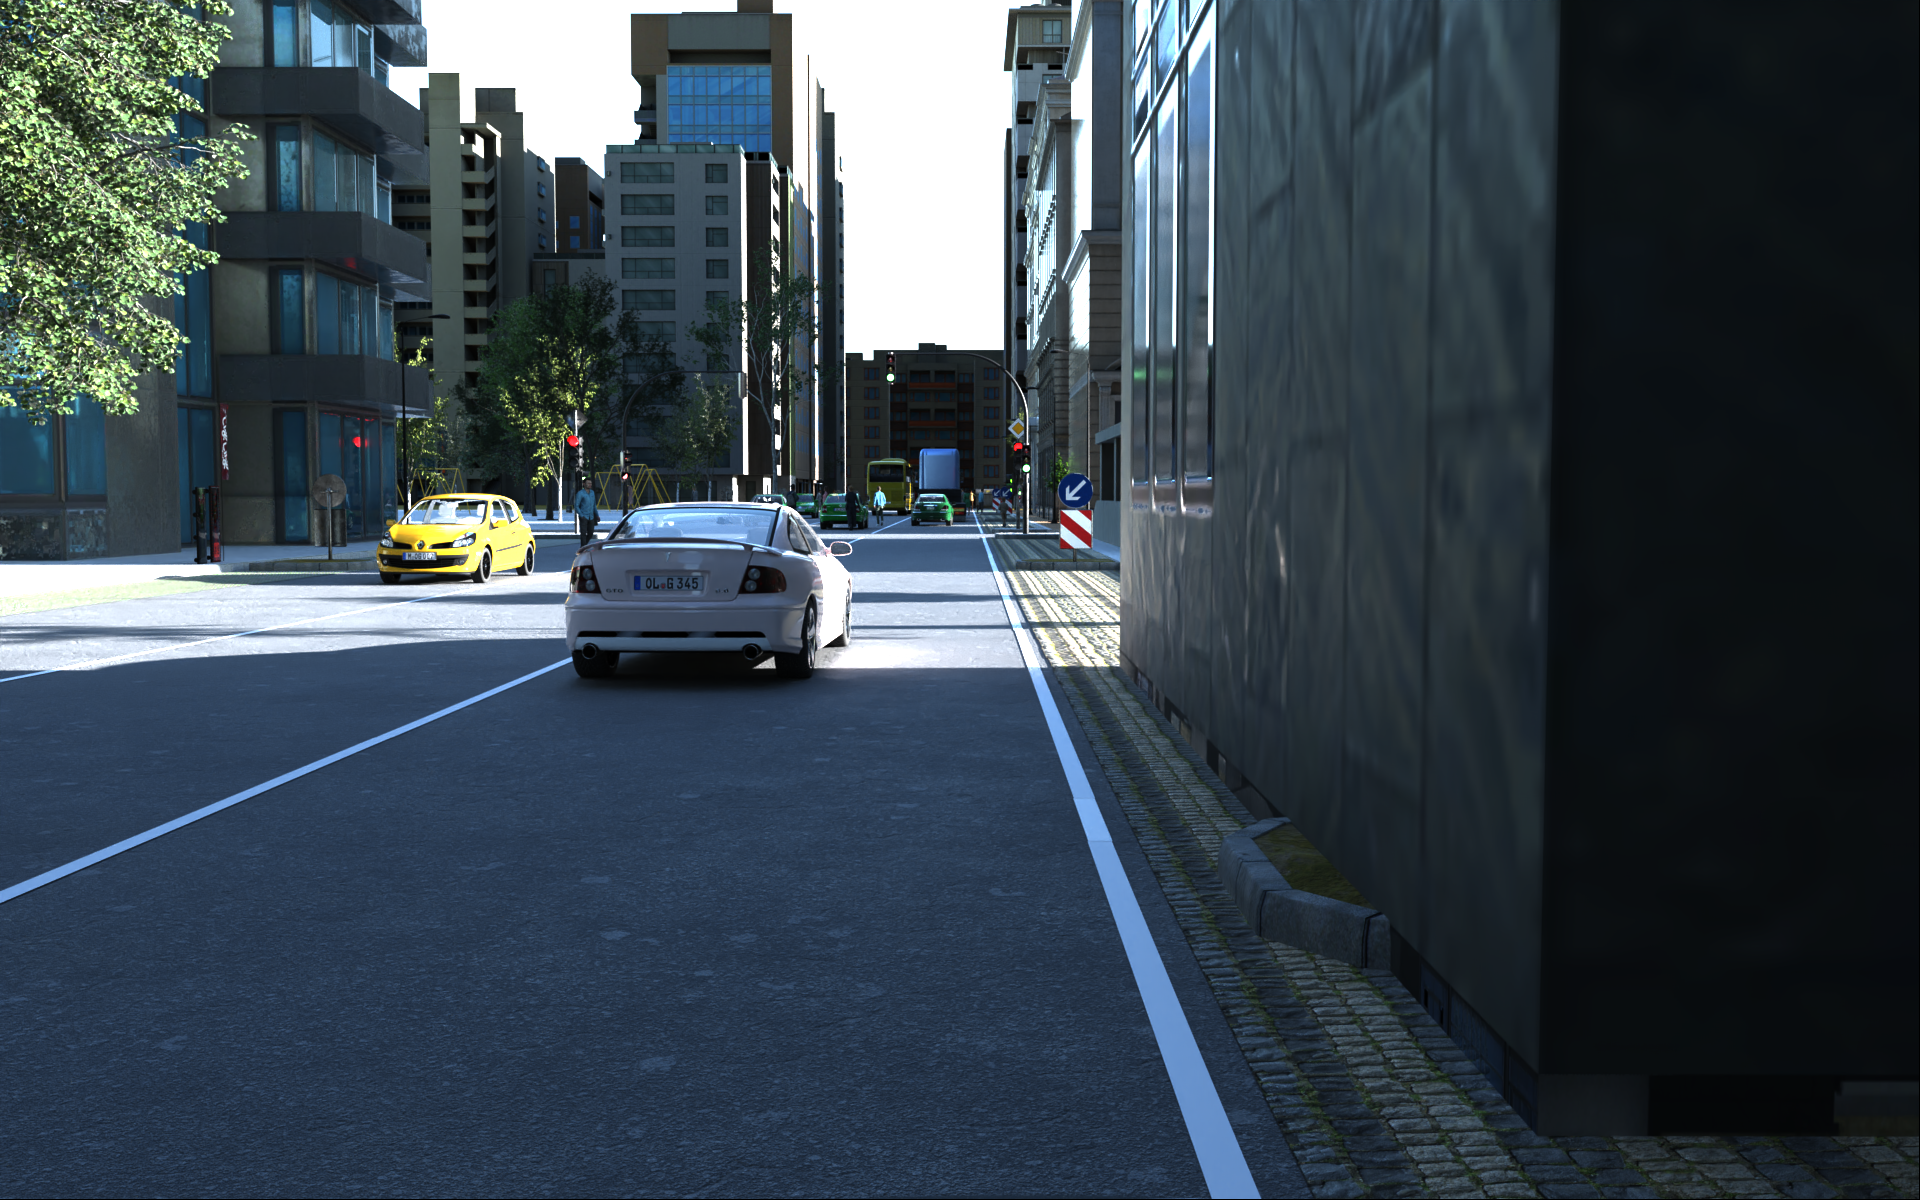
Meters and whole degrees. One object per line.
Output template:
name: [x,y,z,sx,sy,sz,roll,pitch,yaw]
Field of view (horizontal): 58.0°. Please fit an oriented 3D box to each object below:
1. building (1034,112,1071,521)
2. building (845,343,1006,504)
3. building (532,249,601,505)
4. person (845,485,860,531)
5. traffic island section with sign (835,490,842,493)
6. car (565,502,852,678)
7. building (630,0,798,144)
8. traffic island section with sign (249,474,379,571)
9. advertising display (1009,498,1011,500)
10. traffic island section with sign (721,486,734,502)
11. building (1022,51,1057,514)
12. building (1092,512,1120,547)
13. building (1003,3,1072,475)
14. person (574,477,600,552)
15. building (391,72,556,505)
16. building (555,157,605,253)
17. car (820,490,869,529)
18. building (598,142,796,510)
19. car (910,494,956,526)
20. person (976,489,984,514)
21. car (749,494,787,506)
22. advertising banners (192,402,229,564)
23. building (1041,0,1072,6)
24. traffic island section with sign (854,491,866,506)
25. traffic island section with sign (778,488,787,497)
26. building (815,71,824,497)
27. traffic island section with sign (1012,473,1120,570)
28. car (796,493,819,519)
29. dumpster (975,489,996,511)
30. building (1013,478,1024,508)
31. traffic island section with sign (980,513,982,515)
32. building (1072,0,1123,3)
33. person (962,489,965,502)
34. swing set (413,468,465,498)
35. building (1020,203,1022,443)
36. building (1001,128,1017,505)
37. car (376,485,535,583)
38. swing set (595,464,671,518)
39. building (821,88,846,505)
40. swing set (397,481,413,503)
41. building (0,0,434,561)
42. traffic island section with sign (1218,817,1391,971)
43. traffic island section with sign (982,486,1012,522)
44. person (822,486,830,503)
building: [9.040,-14.686,89.264,9.793,20.994,18.267,0,4,0]
building: [-3.604,-23.963,236.840,28.899,21.520,27.650,0,4,0]
building: [-42.649,-26.696,208.183,14.107,30.474,14.160,0,4,0]
person: [-4.240,-3.618,68.073,0.576,1.772,0.534,-2,4,-31]
traffic island section with sign: [-11.655,-9.653,166.454,1.989,1.847,2.006,0,4,0]
car: [-2.021,-0.153,14.872,2.083,1.381,4.827,0,4,2]
building: [-21.540,-31.182,159.940,14.600,45.320,14.200,0,4,0]
traffic island section with sign: [-12.171,-1.490,32.990,1.989,1.847,2.006,0,4,0]
advertising display: [3.983,-8.103,137.697,0.123,1.923,0.974,0,4,6]
traffic island section with sign: [-11.950,-4.912,88.932,1.989,1.847,2.006,0,4,0]
building: [11.211,-19.725,108.402,13.634,28.700,20.117,0,4,0]
building: [19.957,-21.473,42.961,32.217,40.220,23.993,0,4,0]
building: [19.262,-36.521,186.362,28.713,52.752,27.495,0,4,0]
person: [-8.712,-1.941,40.257,0.620,1.820,0.660,2,4,28]
building: [-60.517,-35.496,204.066,21.600,48.544,21.300,0,4,0]
building: [-54.660,-35.420,229.224,14.200,45.320,14.600,0,4,0]
car: [-4.766,-3.846,71.677,1.959,1.807,4.718,0,4,1]
building: [-21.614,-22.891,145.977,14.160,30.474,14.107,0,4,0]
car: [-1.255,-4.127,79.274,2.131,1.459,4.920,0,4,1]
person: [1.440,-6.946,122.093,0.620,1.820,0.660,-2,4,-34]
car: [-8.620,-4.051,78.039,2.131,1.459,4.920,0,4,0]
advertising banners: [-14.008,-2.219,32.476,0.090,3.025,2.074,0,4,-6]
building: [21.249,-48.504,231.297,20.611,71.187,20.563,0,4,0]
traffic island section with sign: [-11.552,-11.337,193.984,1.989,1.847,2.006,0,4,0]
traffic island section with sign: [-11.843,-6.560,115.887,1.989,1.847,2.006,0,4,0]
building: [-21.292,-32.049,174.113,14.600,45.320,14.200,0,4,0]
traffic island section with sign: [2.061,-1.505,33.233,1.989,1.847,2.006,0,4,0]
car: [-9.338,-5.740,102.637,1.959,1.807,4.718,0,4,-2]
dumpster: [2.209,-8.553,148.053,1.865,1.857,1.264,0,4,0]
building: [21.300,-28.695,161.041,32.217,40.220,23.993,0,4,0]
traffic island section with sign: [2.377,-6.645,117.279,1.989,1.847,2.006,0,4,0]
building: [14.430,-17.355,69.655,20.117,28.700,13.634,0,4,0]
person: [0.243,-6.918,121.712,0.391,1.810,0.635,2,4,33]
swing set: [-31.912,-6.636,106.123,3.119,2.851,2.862,1,4,14]
building: [11.516,-20.971,128.784,13.634,28.700,20.117,0,4,0]
building: [12.252,-34.087,207.424,14.600,45.320,14.200,0,4,0]
car: [-8.431,-1.154,29.094,2.015,1.641,3.980,0,4,1]
swing set: [-17.396,-5.748,91.604,2.862,2.851,3.119,-3,5,-44]
building: [-24.809,-35.501,204.138,21.600,48.544,21.300,0,4,0]
swing set: [-31.530,-5.799,92.425,2.862,2.851,3.119,1,4,22]
building: [-29.862,-25.817,41.716,30.456,49.044,23.786,0,4,0]
traffic island section with sign: [1.953,0.163,5.971,1.989,1.847,2.006,0,4,0]
traffic island section with sign: [2.268,-4.957,89.683,1.989,1.847,2.006,0,4,0]
person: [-6.412,-4.532,82.614,0.388,1.821,0.555,0,4,4]
